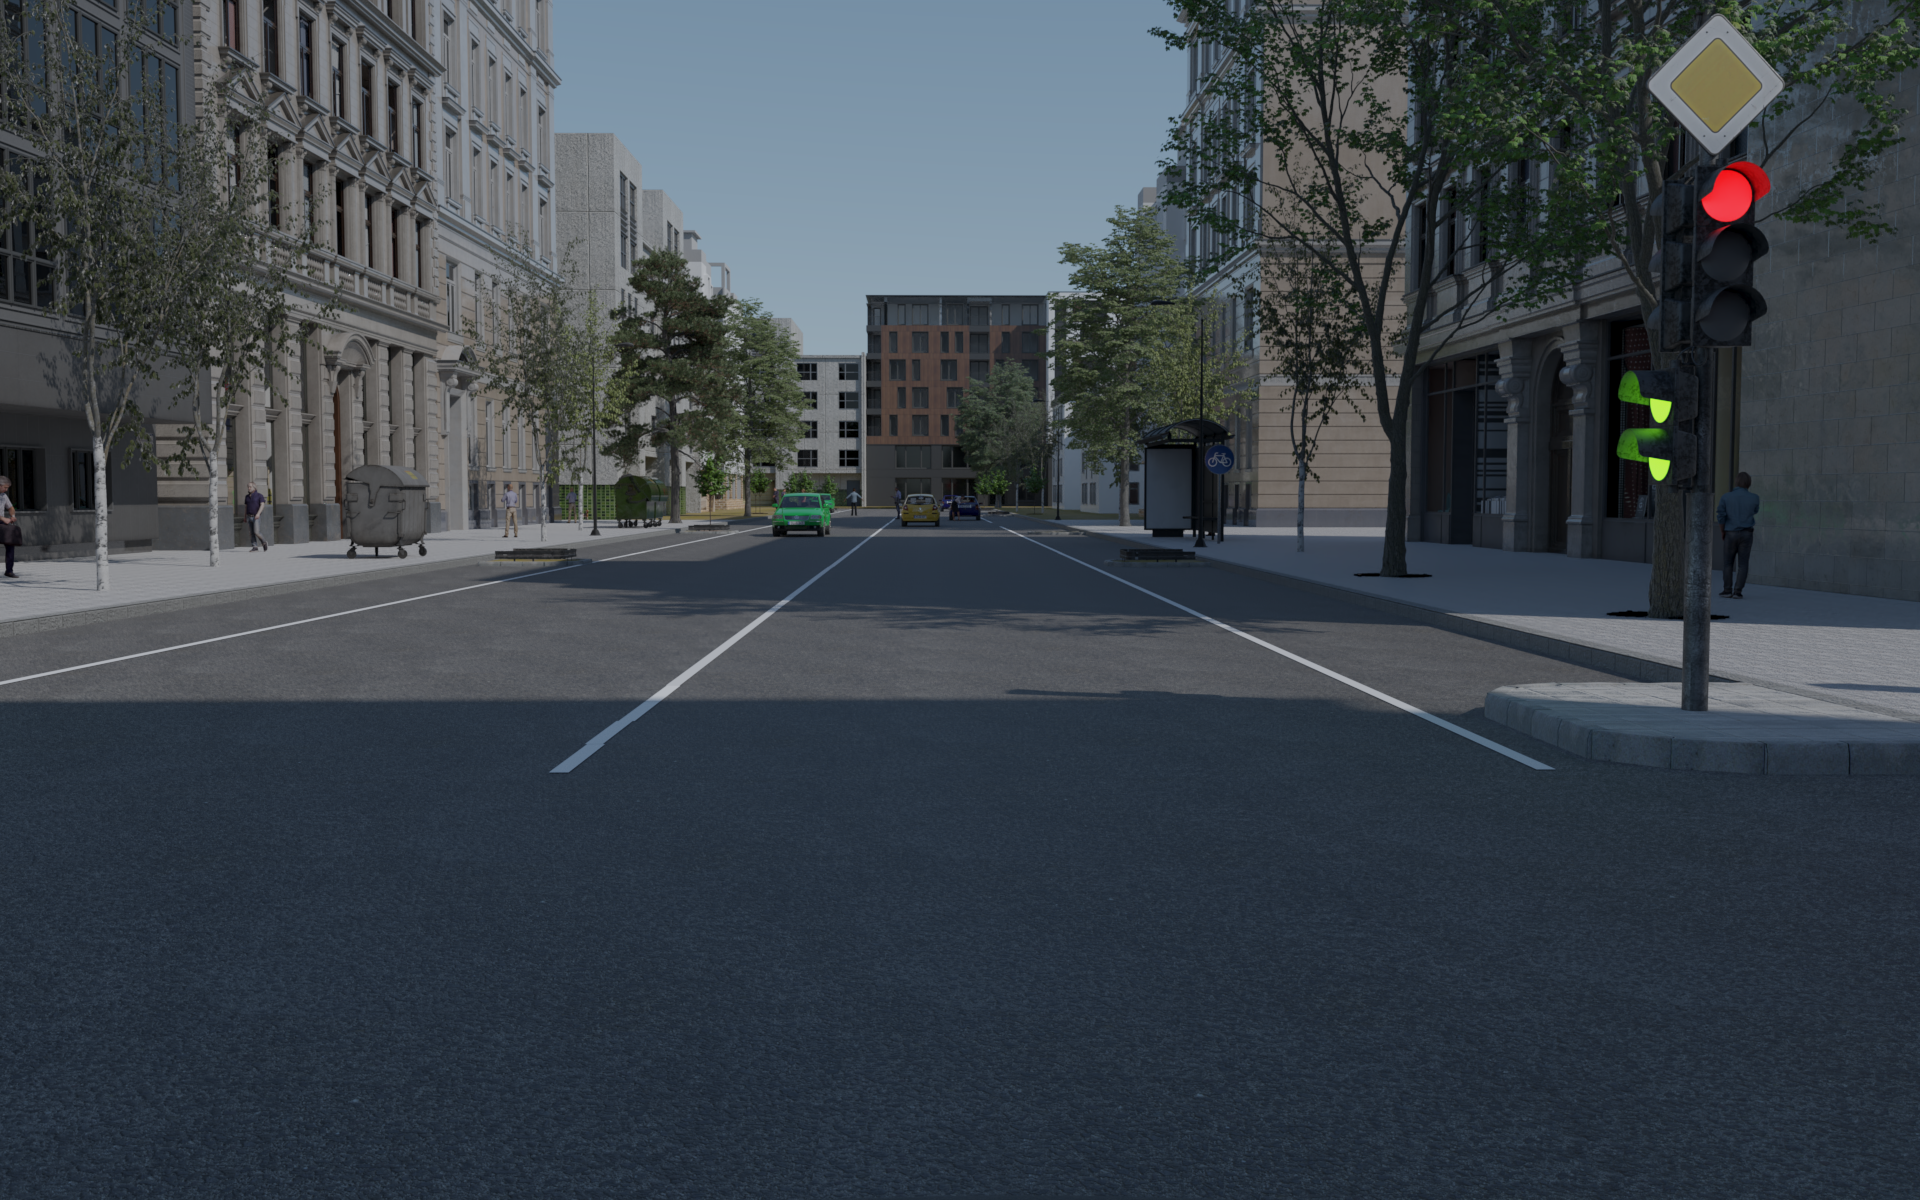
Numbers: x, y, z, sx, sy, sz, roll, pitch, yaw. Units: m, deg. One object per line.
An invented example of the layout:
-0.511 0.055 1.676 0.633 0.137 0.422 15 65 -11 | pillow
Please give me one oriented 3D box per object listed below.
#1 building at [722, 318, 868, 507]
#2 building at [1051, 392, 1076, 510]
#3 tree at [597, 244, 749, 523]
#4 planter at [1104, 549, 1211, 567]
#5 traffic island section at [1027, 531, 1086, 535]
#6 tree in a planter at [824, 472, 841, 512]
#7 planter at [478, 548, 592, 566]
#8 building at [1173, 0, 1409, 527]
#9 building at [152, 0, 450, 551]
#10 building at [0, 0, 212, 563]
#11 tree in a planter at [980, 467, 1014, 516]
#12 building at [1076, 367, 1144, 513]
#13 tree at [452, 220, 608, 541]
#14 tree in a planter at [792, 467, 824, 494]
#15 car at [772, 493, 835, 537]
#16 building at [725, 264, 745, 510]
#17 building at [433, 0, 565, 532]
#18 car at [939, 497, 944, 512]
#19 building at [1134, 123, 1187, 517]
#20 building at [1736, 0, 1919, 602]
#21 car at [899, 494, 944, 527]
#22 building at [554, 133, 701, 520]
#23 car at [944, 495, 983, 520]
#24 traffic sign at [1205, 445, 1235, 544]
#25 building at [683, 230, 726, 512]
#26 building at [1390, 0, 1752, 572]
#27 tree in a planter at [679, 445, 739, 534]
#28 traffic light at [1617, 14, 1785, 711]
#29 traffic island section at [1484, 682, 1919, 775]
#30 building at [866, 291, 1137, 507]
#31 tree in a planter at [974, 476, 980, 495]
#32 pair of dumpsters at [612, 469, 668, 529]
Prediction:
-25.494 -19.313 182.218 31.486 18.905 16.747 0 4 -1 | building
13.018 -12.277 142.872 9.099 9.664 28.070 0 4 -1 | building
-12.470 -9.387 75.530 6.751 12.117 7.091 0 3 0 | tree
3.928 -0.844 34.946 1.991 0.319 1.994 0 4 -1 | planter
3.409 -2.387 61.891 1.991 0.108 1.994 0 4 -1 | traffic island section
-10.552 -8.680 139.138 1.991 3.239 1.994 0 4 -1 | tree in a planter
-8.606 -0.871 35.378 1.991 0.319 1.994 0 4 -1 | planter
17.414 -17.711 75.487 13.634 28.700 20.117 0 4 -1 | building
-21.898 -13.384 47.701 11.050 23.489 19.941 0 4 -1 | building
-23.018 -14.196 25.608 14.314 27.812 24.014 0 4 -1 | building
2.469 -7.020 111.999 1.991 3.239 1.994 0 4 -1 | tree in a planter
13.631 -10.564 114.861 9.099 9.664 28.070 0 4 -1 | building
-11.312 -5.877 46.451 4.360 8.622 3.978 0 3 0 | tree
-10.041 -7.023 112.044 1.991 3.239 1.994 0 4 -1 | tree in a planter
-5.441 -3.111 59.669 1.959 1.807 4.718 0 4 -1 | car
-24.568 -17.843 148.147 11.380 20.091 16.016 0 4 -1 | building
-24.008 -17.223 67.497 13.634 28.700 20.117 0 4 -1 | building
-0.759 -7.888 141.549 1.945 1.354 3.894 0 4 -2 | car
17.732 -14.547 94.267 16.016 20.091 11.380 0 4 -1 | building
19.813 -10.081 19.583 16.860 20.320 10.420 0 4 -1 | building
-1.745 -4.108 77.384 2.015 1.641 3.980 0 4 0 | car
-25.598 -14.329 100.740 16.747 18.905 31.486 0 4 -1 | building
0.282 -5.057 95.260 1.945 1.354 3.894 0 4 1 | car
6.687 -2.726 44.671 0.768 2.556 0.104 0 4 5 | traffic sign
-25.480 -16.250 122.102 16.016 20.091 11.380 0 4 -1 | building
16.428 -11.899 45.462 10.553 20.767 40.483 0 4 -1 | building
-9.136 -4.039 63.254 1.991 3.239 1.994 0 4 -1 | tree in a planter
4.347 -1.280 10.179 0.839 4.213 0.868 0 4 -1 | traffic light
4.387 0.733 10.292 2.009 0.180 2.903 0 4 -1 | traffic island section
6.457 -21.074 188.533 32.646 21.610 27.936 0 4 -1 | building
1.953 -8.690 139.306 1.991 3.239 1.994 0 4 -1 | tree in a planter
-12.285 -3.914 66.487 1.574 2.255 4.436 0 4 -1 | pair of dumpsters
